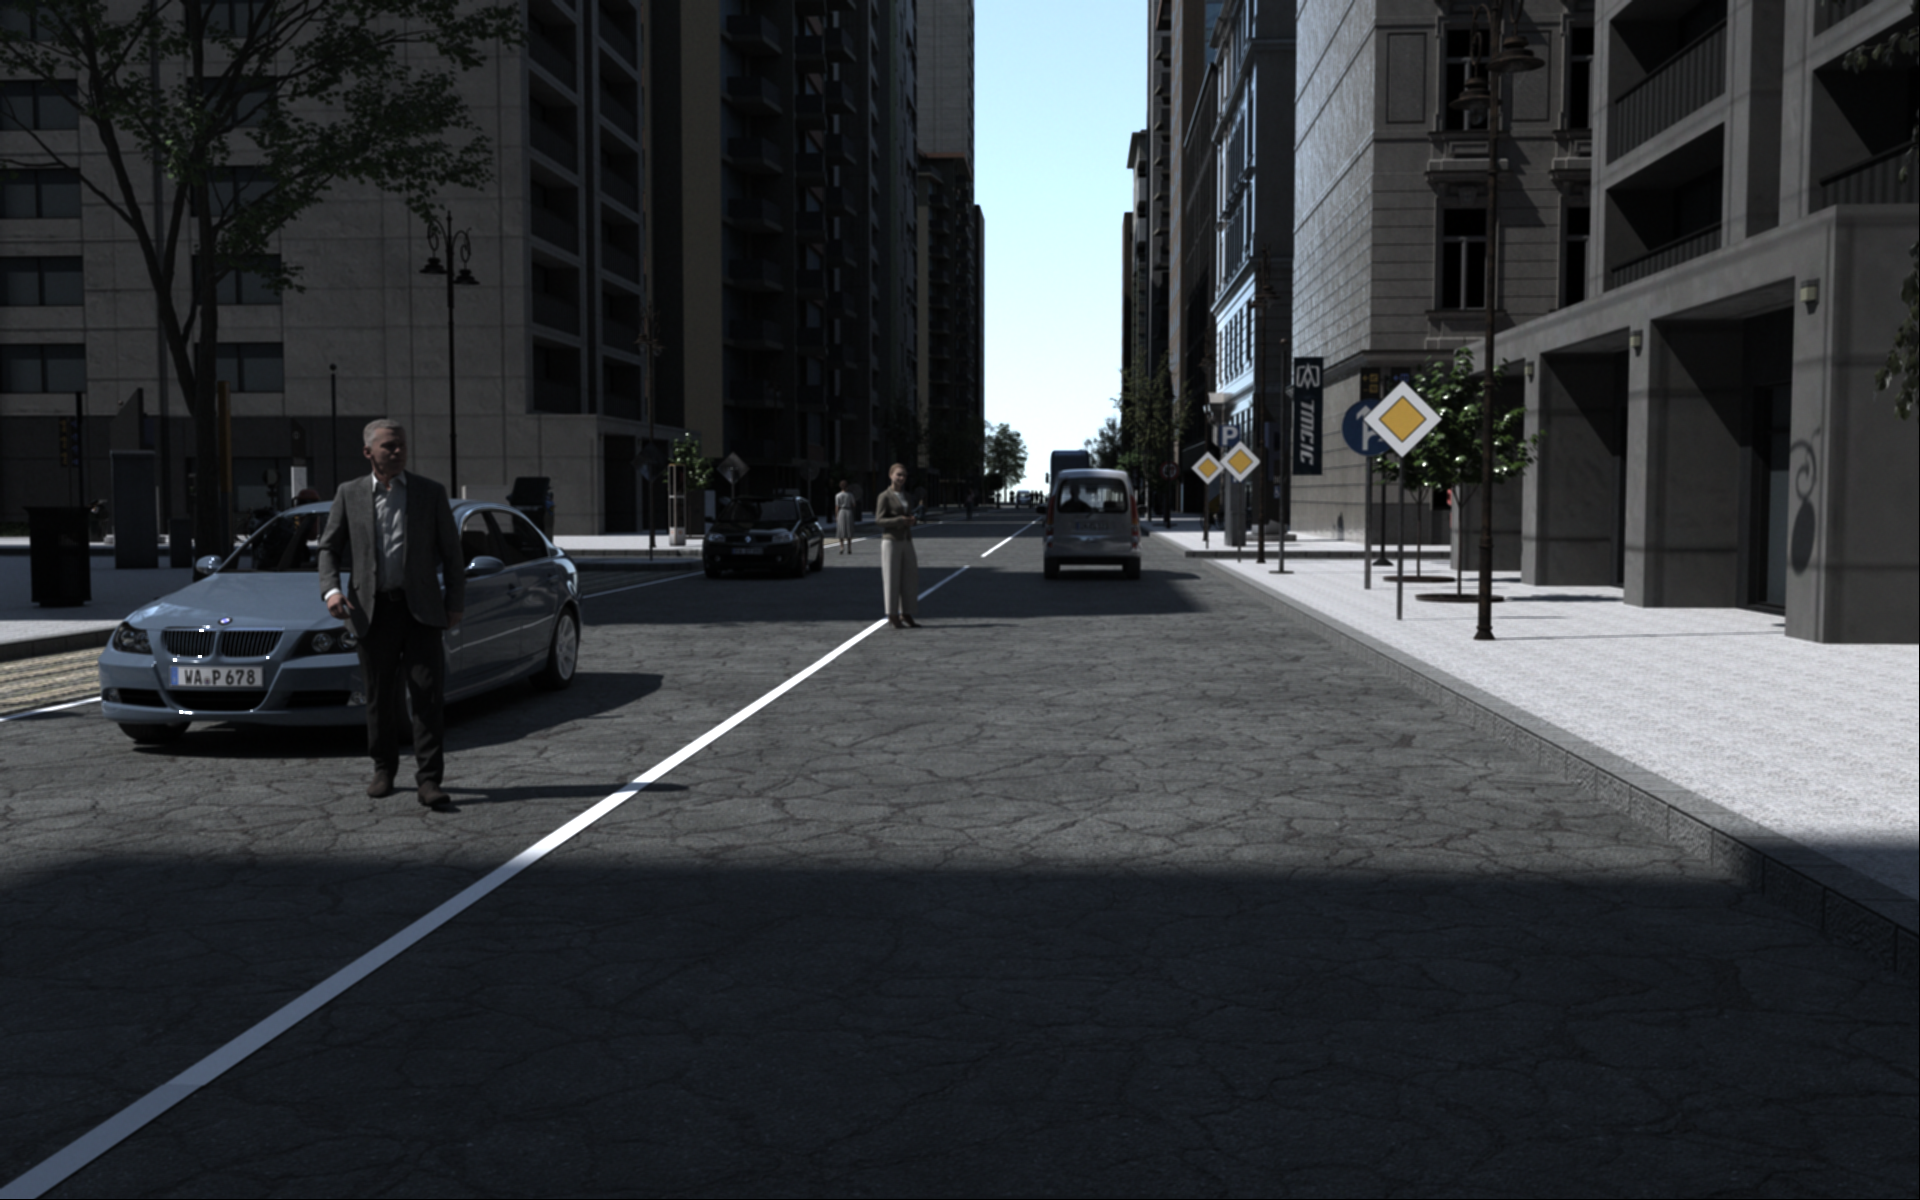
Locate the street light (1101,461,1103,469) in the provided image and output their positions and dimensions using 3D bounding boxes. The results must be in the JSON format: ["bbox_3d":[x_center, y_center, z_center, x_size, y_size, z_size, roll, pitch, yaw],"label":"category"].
[{"bbox_3d":[20.919,-17.423,257.658,0.468,5.910,1.993,0,4,4],"label":"street light"}]

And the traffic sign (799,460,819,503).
[{"bbox_3d":[-5.706,-4.004,65.576,0.768,2.556,0.104,0,4,5],"label":"traffic sign"}]

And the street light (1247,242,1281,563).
[{"bbox_3d":[5.597,-3.623,32.018,0.468,5.910,1.993,0,4,4],"label":"street light"}]

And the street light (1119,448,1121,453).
[{"bbox_3d":[11.894,-9.262,124.224,0.468,5.910,1.993,0,4,4],"label":"street light"}]

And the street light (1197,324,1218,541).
[{"bbox_3d":[6.730,-4.555,47.265,0.468,5.910,1.993,0,4,4],"label":"street light"}]

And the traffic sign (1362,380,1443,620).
[{"bbox_3d":[4.474,-1.002,17.571,0.795,2.450,0.064,1,4,9],"label":"traffic sign"}]

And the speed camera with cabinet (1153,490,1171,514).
[{"bbox_3d":[12.698,-6.996,108.719,0.660,3.252,2.038,-1,4,-10],"label":"speed camera with cabinet"}]

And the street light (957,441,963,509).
[{"bbox_3d":[0.034,-10.939,151.640,0.468,5.910,1.993,0,4,4],"label":"street light"}]

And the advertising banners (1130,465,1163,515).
[{"bbox_3d":[11.389,-6.673,105.293,2.074,3.025,0.090,1,4,10],"label":"advertising banners"}]

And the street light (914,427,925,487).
[{"bbox_3d":[-2.729,-8.409,110.273,0.468,5.910,1.993,0,4,4],"label":"street light"}]

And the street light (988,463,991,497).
[{"bbox_3d":[3.320,-13.959,201.015,0.468,5.910,1.993,0,4,4],"label":"street light"}]

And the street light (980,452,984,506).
[{"bbox_3d":[2.350,-12.989,185.155,0.468,5.910,1.993,0,4,4],"label":"street light"}]

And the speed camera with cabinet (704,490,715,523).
[{"bbox_3d":[-11.829,-5.147,78.485,0.660,3.252,2.038,-3,4,-38],"label":"speed camera with cabinet"}]

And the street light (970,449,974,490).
[{"bbox_3d":[1.237,-11.970,168.502,0.468,5.910,1.993,0,4,4],"label":"street light"}]

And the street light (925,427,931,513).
[{"bbox_3d":[-2.279,-8.891,118.161,0.468,5.910,1.993,0,4,4],"label":"street light"}]

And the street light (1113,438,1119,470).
[{"bbox_3d":[12.905,-10.281,140.883,0.468,5.910,1.993,0,4,4],"label":"street light"}]

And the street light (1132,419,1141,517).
[{"bbox_3d":[10.156,-7.666,98.124,0.468,5.910,1.993,0,4,4],"label":"street light"}]

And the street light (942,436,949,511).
[{"bbox_3d":[-1.110,-9.914,134.876,0.468,5.910,1.993,0,4,4],"label":"street light"}]

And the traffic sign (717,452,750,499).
[{"bbox_3d":[-5.393,-2.296,41.180,0.795,2.450,0.064,0,4,4],"label":"traffic sign"}]

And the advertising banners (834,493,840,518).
[{"bbox_3d":[-6.518,-6.017,94.572,0.090,3.025,2.074,1,4,13],"label":"advertising banners"}]

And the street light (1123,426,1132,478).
[{"bbox_3d":[11.282,-8.696,114.969,0.468,5.910,1.993,0,4,4],"label":"street light"}]

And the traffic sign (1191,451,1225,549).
[{"bbox_3d":[5.774,-2.249,40.411,0.795,2.450,0.064,0,4,4],"label":"traffic sign"}]

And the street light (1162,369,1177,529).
[{"bbox_3d":[7.757,-5.595,64.259,0.468,5.910,1.993,0,4,4],"label":"street light"}]

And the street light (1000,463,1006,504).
[{"bbox_3d":[5.566,-16.006,234.479,0.468,5.910,1.993,0,4,4],"label":"street light"}]

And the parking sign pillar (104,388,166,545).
[{"bbox_3d":[-21.257,-3.427,44.510,1.447,3.967,1.447,2,4,33],"label":"parking sign pillar"}]

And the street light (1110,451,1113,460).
[{"bbox_3d":[14.077,-11.330,158.029,0.468,5.910,1.993,0,4,4],"label":"street light"}]

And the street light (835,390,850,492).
[{"bbox_3d":[-5.123,-6.273,75.352,0.468,5.910,1.993,0,4,4],"label":"street light"}]

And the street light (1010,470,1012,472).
[{"bbox_3d":[7.869,-18.042,267.779,0.468,5.910,1.993,0,4,4],"label":"street light"}]

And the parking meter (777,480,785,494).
[{"bbox_3d":[-7.243,-3.917,69.755,0.399,1.863,0.255,0,4,-4],"label":"parking meter"}]

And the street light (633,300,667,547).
[{"bbox_3d":[-7.393,-4.202,41.485,0.468,5.910,1.993,0,4,4],"label":"street light"}]

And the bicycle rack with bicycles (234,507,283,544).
[{"bbox_3d":[-18.426,-1.987,45.866,2.925,0.926,2.852,-1,4,-20],"label":"bicycle rack with bicycles"}]

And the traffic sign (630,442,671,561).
[{"bbox_3d":[-5.929,-1.809,33.212,0.795,2.450,0.064,0,4,4],"label":"traffic sign"}]

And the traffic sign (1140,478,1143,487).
[{"bbox_3d":[11.301,-6.580,109.705,0.606,2.300,0.079,1,4,13],"label":"traffic sign"}]

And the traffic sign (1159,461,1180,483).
[{"bbox_3d":[7.962,-4.021,65.855,0.768,2.556,0.104,1,4,11],"label":"traffic sign"}]

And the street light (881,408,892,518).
[{"bbox_3d":[-3.938,-7.358,93.097,0.468,5.910,1.993,0,4,4],"label":"street light"}]

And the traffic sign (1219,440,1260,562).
[{"bbox_3d":[5.239,-1.762,32.444,0.795,2.450,0.064,0,4,4],"label":"traffic sign"}]

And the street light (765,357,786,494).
[{"bbox_3d":[-6.244,-5.255,58.700,0.468,5.910,1.993,0,4,4],"label":"street light"}]

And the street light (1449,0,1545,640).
[{"bbox_3d":[4.625,-2.588,15.100,0.468,5.910,1.993,0,4,4],"label":"street light"}]

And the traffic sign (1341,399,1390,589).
[{"bbox_3d":[5.499,-1.418,23.285,0.768,2.556,0.104,1,4,8],"label":"traffic sign"}]

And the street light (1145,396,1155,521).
[{"bbox_3d":[8.945,-6.643,81.406,0.468,5.910,1.993,0,4,4],"label":"street light"}]

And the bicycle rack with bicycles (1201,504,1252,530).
[{"bbox_3d":[9.855,-2.945,61.534,2.925,0.926,2.852,-1,4,-22],"label":"bicycle rack with bicycles"}]

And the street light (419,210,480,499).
[{"bbox_3d":[-8.323,-3.401,28.395,0.468,5.910,1.993,0,4,4],"label":"street light"}]

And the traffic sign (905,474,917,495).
[{"bbox_3d":[-3.028,-6.537,106.988,0.768,2.556,0.104,1,4,11],"label":"traffic sign"}]

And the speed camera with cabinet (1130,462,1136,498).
[{"bbox_3d":[10.498,-6.898,107.121,0.660,3.252,2.038,1,4,10],"label":"speed camera with cabinet"}]

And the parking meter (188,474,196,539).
[{"bbox_3d":[-21.773,-2.663,49.252,0.255,1.863,0.399,-1,4,-21],"label":"parking meter"}]
